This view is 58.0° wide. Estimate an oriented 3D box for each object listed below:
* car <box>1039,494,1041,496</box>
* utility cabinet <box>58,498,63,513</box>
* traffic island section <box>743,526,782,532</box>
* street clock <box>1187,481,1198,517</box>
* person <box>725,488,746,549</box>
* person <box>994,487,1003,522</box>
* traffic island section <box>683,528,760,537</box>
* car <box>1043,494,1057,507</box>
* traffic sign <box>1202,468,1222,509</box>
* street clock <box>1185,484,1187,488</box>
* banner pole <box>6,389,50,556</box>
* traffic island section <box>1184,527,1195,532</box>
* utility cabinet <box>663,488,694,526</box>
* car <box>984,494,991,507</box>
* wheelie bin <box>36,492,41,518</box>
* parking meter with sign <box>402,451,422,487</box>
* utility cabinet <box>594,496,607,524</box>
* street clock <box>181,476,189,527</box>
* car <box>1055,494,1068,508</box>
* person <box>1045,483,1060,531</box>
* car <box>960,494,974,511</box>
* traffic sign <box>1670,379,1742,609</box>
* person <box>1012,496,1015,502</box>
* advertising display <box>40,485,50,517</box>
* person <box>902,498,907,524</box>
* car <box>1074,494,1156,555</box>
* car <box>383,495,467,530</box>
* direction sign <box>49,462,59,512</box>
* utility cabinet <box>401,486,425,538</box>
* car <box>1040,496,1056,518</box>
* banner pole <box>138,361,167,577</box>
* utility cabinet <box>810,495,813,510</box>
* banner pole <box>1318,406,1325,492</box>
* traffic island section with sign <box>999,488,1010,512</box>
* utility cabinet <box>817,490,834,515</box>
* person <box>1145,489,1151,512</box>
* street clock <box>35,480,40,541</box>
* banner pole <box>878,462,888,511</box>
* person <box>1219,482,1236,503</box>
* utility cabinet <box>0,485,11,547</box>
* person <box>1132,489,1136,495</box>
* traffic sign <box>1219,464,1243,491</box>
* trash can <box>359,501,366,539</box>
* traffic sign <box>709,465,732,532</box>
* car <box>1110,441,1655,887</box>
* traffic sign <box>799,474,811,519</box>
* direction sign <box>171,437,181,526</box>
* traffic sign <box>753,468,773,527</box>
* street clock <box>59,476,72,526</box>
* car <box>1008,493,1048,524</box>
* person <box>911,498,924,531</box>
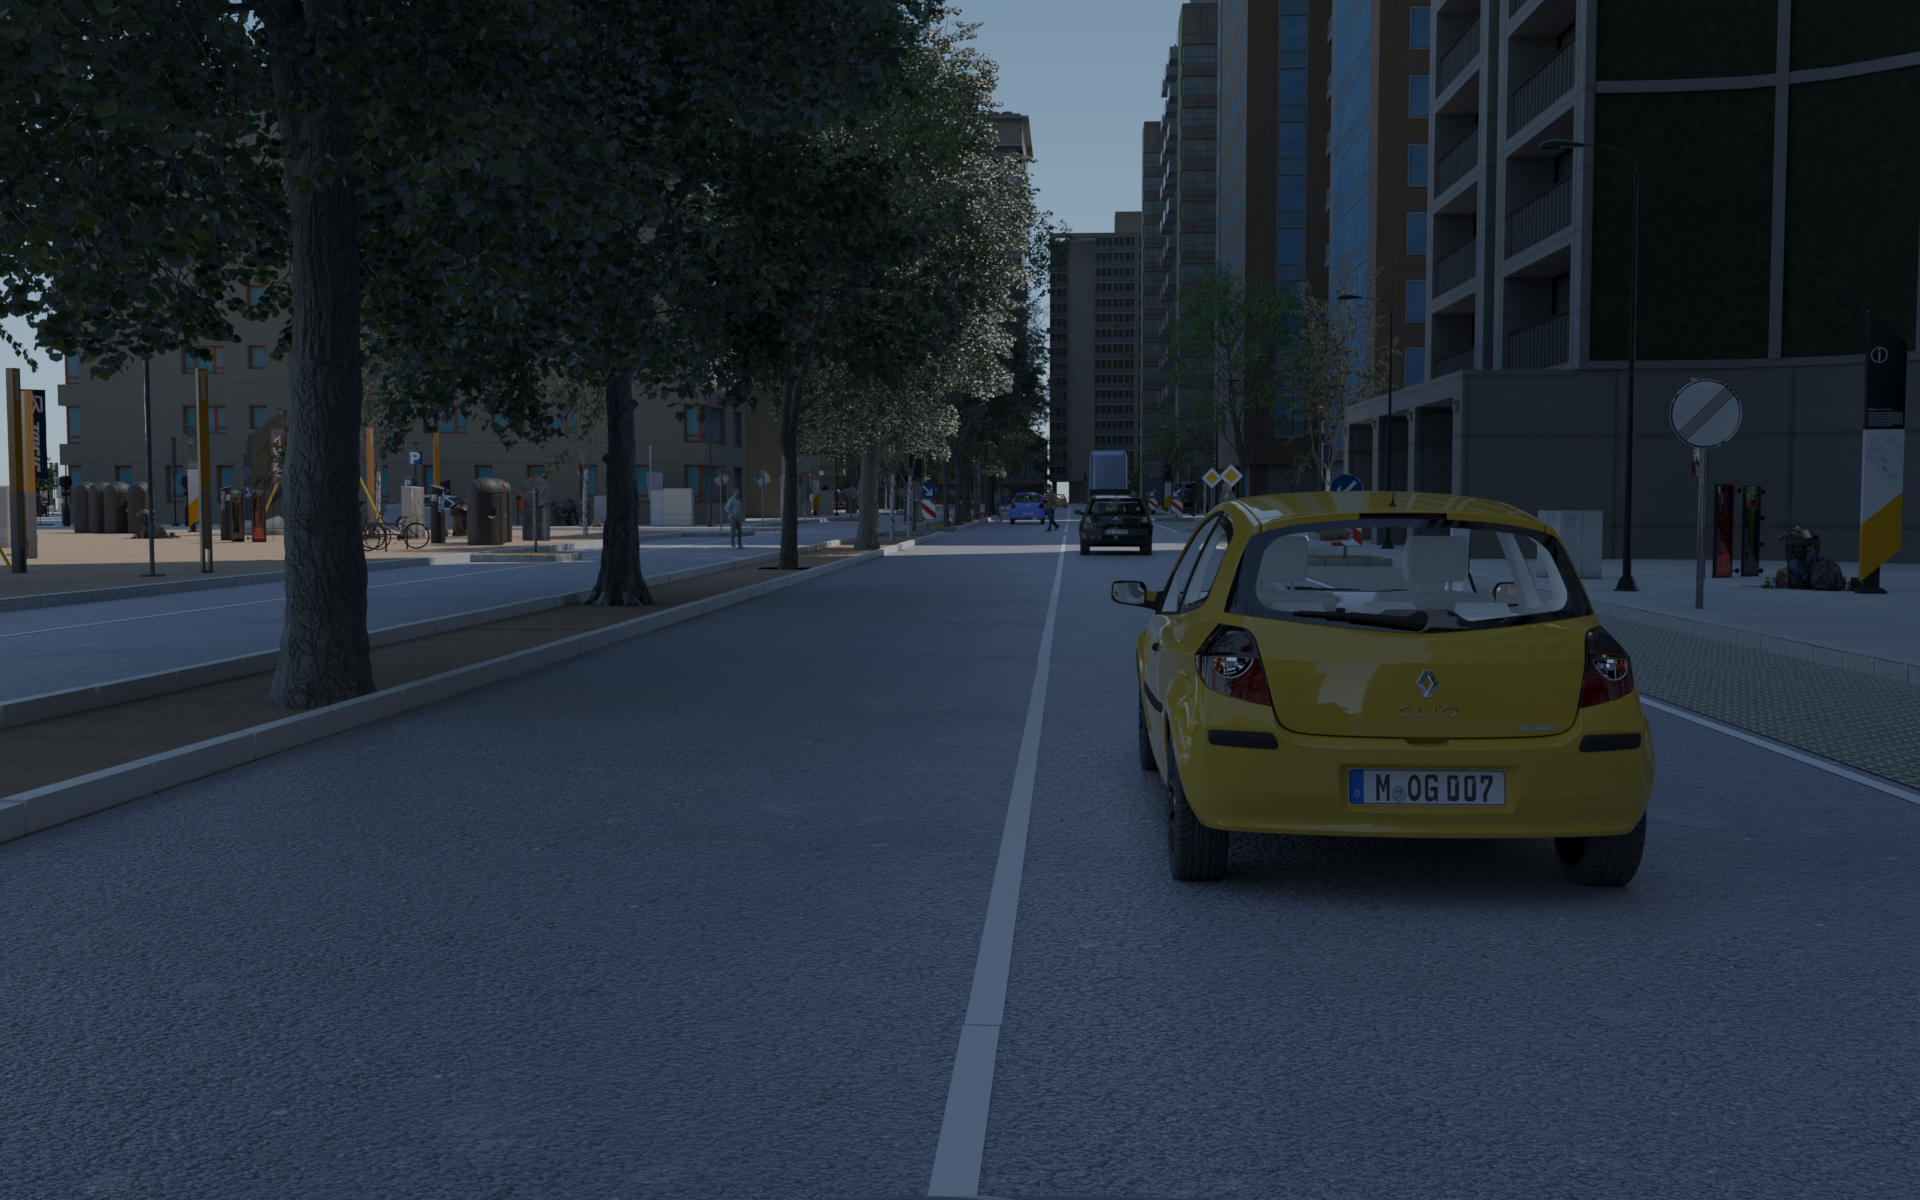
[{"bbox_3d":[5.606,-7.473,132.413,2.015,1.641,3.980,0,4,2],"label":"car"},{"bbox_3d":[-62.371,-6.672,120.243,0.306,1.237,1.020,-3,5,-40],"label":"utility cabinet"},{"bbox_3d":[-7.655,-2.740,67.086,2.009,0.180,2.903,0,4,4],"label":"traffic island section"},{"bbox_3d":[13.277,-5.722,98.122,0.358,2.002,0.471,2,4,26],"label":"street clock"},{"bbox_3d":[-5.847,-2.126,45.066,0.330,1.601,0.589,3,5,42],"label":"person"},{"bbox_3d":[2.006,-5.001,90.527,0.793,1.790,0.793,-3,4,-38],"label":"person"},{"bbox_3d":[-8.172,-2.253,59.117,2.009,0.180,2.903,0,4,4],"label":"traffic island section"},{"bbox_3d":[9.723,-11.027,189.329,2.155,1.783,4.494,0,4,4],"label":"car"},{"bbox_3d":[9.576,-3.807,65.890,0.795,2.450,0.064,0,4,4],"label":"traffic sign"},{"bbox_3d":[16.030,-7.168,121.773,0.358,2.002,0.471,3,5,44],"label":"street clock"},{"bbox_3d":[-19.579,-2.832,36.324,0.863,3.779,0.401,-2,4,-31],"label":"banner pole"},{"bbox_3d":[9.600,-2.672,65.965,2.009,0.180,2.903,0,4,4],"label":"traffic island section"},{"bbox_3d":[-11.091,-3.649,68.347,1.173,1.500,0.318,1,4,12],"label":"utility cabinet"},{"bbox_3d":[3.610,-11.120,191.593,2.009,1.686,4.222,0,4,3],"label":"car"},{"bbox_3d":[-51.617,-5.422,96.551,0.980,1.594,0.693,0,4,-3],"label":"wheelie bin"},{"bbox_3d":[-22.194,-4.499,69.816,0.543,3.016,1.738,0,4,0],"label":"parking meter with sign"},{"bbox_3d":[-14.556,-3.684,71.396,1.020,1.237,0.306,0,4,-7],"label":"utility cabinet"},{"bbox_3d":[-30.490,-3.903,68.377,0.358,2.002,0.471,0,4,6],"label":"street clock"},{"bbox_3d":[10.442,-10.574,183.111,2.015,1.641,3.980,0,4,5],"label":"car"},{"bbox_3d":[3.513,-3.570,66.773,0.836,1.842,0.656,-3,5,-44],"label":"person"},{"bbox_3d":[0.674,-8.441,147.793,2.009,1.686,4.222,0,4,2],"label":"car"},{"bbox_3d":[8.266,-1.173,19.287,0.768,2.556,0.104,0,4,6],"label":"traffic sign"},{"bbox_3d":[3.251,-5.676,105.586,0.425,1.301,0.394,-2,4,-30],"label":"person"},{"bbox_3d":[-50.677,-5.546,95.898,0.974,1.923,0.123,3,5,39],"label":"advertising display"},{"bbox_3d":[-2.472,-4.512,82.470,0.583,1.804,0.606,-1,4,-9],"label":"person"},{"bbox_3d":[3.772,-1.972,42.036,2.009,1.686,4.222,0,4,4],"label":"car"},{"bbox_3d":[-18.994,-3.186,64.091,4.499,1.417,2.014,0,4,3],"label":"car"},{"bbox_3d":[-64.966,-8.090,124.275,0.379,3.537,0.876,1,4,11],"label":"direction sign"},{"bbox_3d":[-15.819,-2.535,50.132,0.318,1.500,1.173,0,4,0],"label":"utility cabinet"},{"bbox_3d":[4.677,-5.463,101.892,1.945,1.354,3.894,0,4,5],"label":"car"},{"bbox_3d":[-12.729,-2.271,27.153,0.401,3.779,0.863,-2,4,-29],"label":"banner pole"},{"bbox_3d":[-11.667,-7.906,140.420,1.020,1.237,0.306,1,4,10],"label":"utility cabinet"},{"bbox_3d":[10.268,-3.623,49.247,0.401,3.779,0.863,0,4,1],"label":"banner pole"},{"bbox_3d":[3.677,-8.145,141.304,2.006,1.907,1.989,0,4,4],"label":"traffic island section with sign"},{"bbox_3d":[-8.083,-5.778,103.157,1.173,1.500,0.318,2,4,28],"label":"utility cabinet"},{"bbox_3d":[14.623,-7.688,134.113,0.656,1.842,0.836,0,4,0],"label":"person"},{"bbox_3d":[-25.033,-2.577,46.696,0.471,2.002,0.358,0,4,-6],"label":"street clock"},{"bbox_3d":[-6.018,-8.811,134.071,0.863,3.779,0.401,0,4,1],"label":"banner pole"},{"bbox_3d":[8.421,-2.810,54.629,0.537,1.800,0.526,2,4,32],"label":"person"},{"bbox_3d":[-23.107,-2.016,41.636,1.173,1.500,0.318,2,4,32],"label":"utility cabinet"},{"bbox_3d":[13.909,-7.929,137.981,0.795,1.843,0.661,3,5,40],"label":"person"},{"bbox_3d":[9.059,-3.320,57.921,0.795,2.450,0.064,0,4,4],"label":"traffic sign"},{"bbox_3d":[-13.077,-1.551,37.009,0.748,1.137,0.748,0,3,0],"label":"trash can"},{"bbox_3d":[-8.148,-3.389,59.054,0.795,2.450,0.064,0,4,4],"label":"traffic sign"},{"bbox_3d":[1.702,0.149,7.792,2.015,1.641,3.980,0,4,3],"label":"car"},{"bbox_3d":[-7.976,-5.310,88.941,0.606,2.300,0.079,0,4,6],"label":"traffic sign"},{"bbox_3d":[-31.457,-4.732,69.358,0.379,3.537,0.876,-2,4,-34],"label":"direction sign"},{"bbox_3d":[-7.631,-3.876,67.022,0.795,2.450,0.064,0,4,4],"label":"traffic sign"},{"bbox_3d":[-35.388,-3.914,68.569,0.358,2.002,0.471,1,4,11],"label":"street clock"},{"bbox_3d":[3.252,-4.504,83.224,1.945,1.707,3.694,0,4,3],"label":"car"},{"bbox_3d":[-1.662,-3.389,64.395,0.515,1.767,0.782,-1,4,-20],"label":"person"}]
